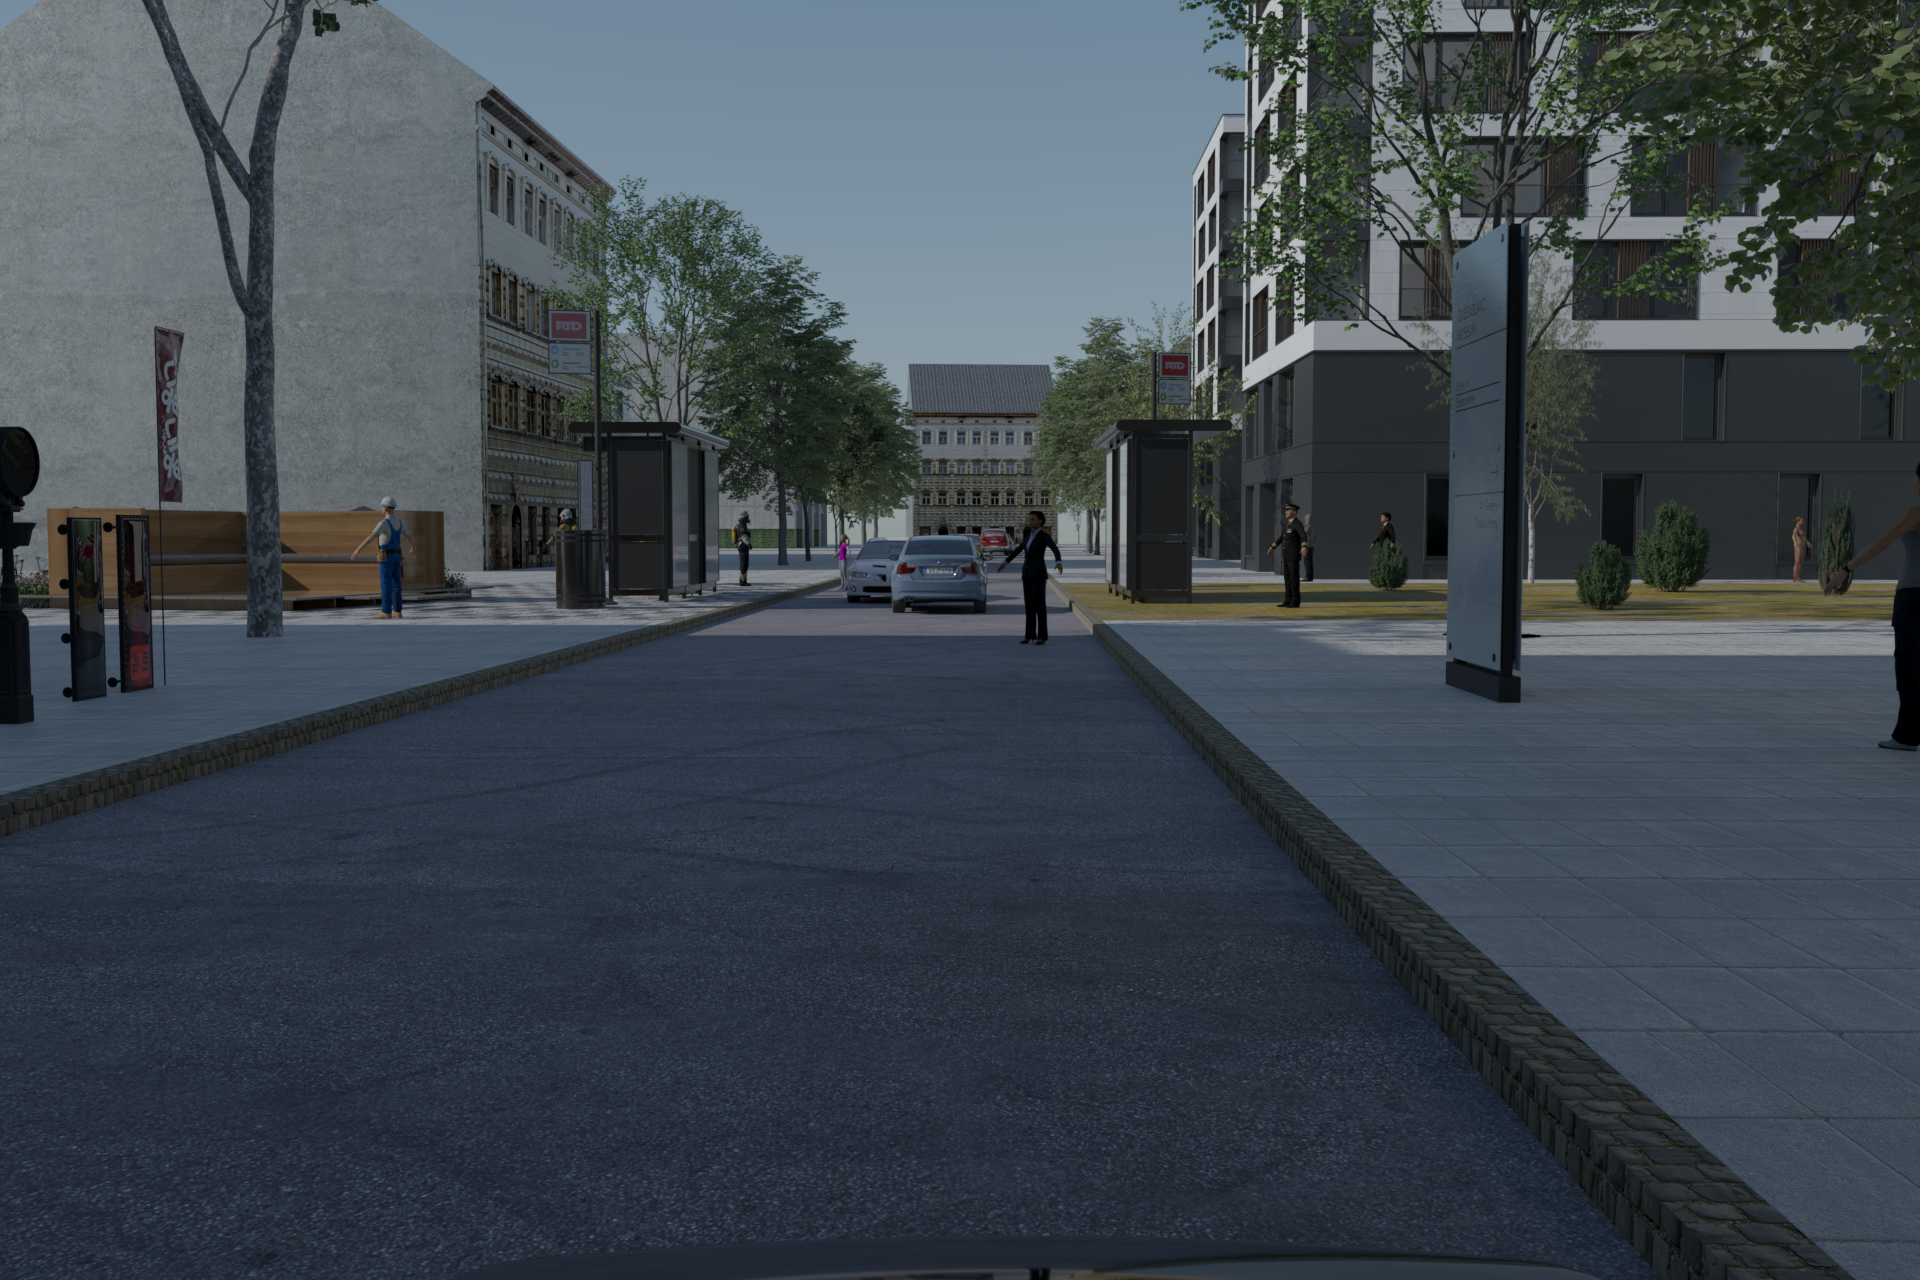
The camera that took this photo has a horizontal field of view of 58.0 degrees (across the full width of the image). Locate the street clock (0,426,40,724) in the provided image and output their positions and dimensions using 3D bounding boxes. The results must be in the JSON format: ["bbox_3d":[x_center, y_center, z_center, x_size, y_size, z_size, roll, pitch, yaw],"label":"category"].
[{"bbox_3d":[-6.433,-0.437,11.709,0.358,2.002,0.471,0,4,1],"label":"street clock"}]

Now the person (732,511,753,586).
[{"bbox_3d":[-5.277,-2.248,42.534,0.705,1.856,1.354,-1,4,-12],"label":"person"}]

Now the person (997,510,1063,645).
[{"bbox_3d":[0.920,-0.812,22.453,0.721,1.740,1.216,-3,5,-39],"label":"person"}]

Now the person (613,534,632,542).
[{"bbox_3d":[-11.477,-3.278,59.814,1.346,1.802,0.704,1,4,13],"label":"person"}]

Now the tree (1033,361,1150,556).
[{"bbox_3d":[8.143,-10.847,103.098,9.928,11.665,9.643,0,3,0],"label":"tree"}]

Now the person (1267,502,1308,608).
[{"bbox_3d":[5.757,-1.483,30.184,0.705,1.837,1.347,-1,4,-17],"label":"person"}]

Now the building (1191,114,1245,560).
[{"bbox_3d":[27.173,-15.686,100.441,27.936,21.610,32.646,0,4,2],"label":"building"}]

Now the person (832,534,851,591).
[{"bbox_3d":[-3.000,-1.964,43.841,0.599,1.433,0.991,-2,4,-28],"label":"person"}]

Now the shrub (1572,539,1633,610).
[{"bbox_3d":[10.927,-1.121,29.446,1.383,1.207,1.383,0,3,0],"label":"shrub"}]

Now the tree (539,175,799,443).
[{"bbox_3d":[-8.241,-7.624,50.400,9.928,11.665,9.643,0,3,0],"label":"tree"}]

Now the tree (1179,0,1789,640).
[{"bbox_3d":[6.592,-5.850,21.406,9.928,11.665,9.643,0,3,0],"label":"tree"}]

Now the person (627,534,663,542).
[{"bbox_3d":[-7.450,-2.115,41.044,1.216,1.772,0.721,-3,5,-43],"label":"person"}]

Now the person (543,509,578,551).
[{"bbox_3d":[-9.224,-2.128,40.566,0.705,1.858,1.354,2,4,29],"label":"person"}]

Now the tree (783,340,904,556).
[{"bbox_3d":[-7.125,-11.260,102.223,7.486,12.596,7.792,0,3,0],"label":"tree"}]

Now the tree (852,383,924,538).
[{"bbox_3d":[-6.359,-12.956,129.956,7.486,12.596,7.792,0,3,0],"label":"tree"}]

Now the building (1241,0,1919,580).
[{"bbox_3d":[24.121,-13.457,63.989,27.936,21.610,32.646,0,4,1],"label":"building"}]

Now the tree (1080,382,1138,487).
[{"bbox_3d":[7.699,-8.170,83.941,4.360,8.622,3.978,0,3,0],"label":"tree"}]

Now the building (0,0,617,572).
[{"bbox_3d":[-25.133,-14.486,67.777,19.493,23.208,18.063,0,4,2],"label":"building"}]

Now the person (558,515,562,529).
[{"bbox_3d":[-10.579,-2.468,46.493,0.704,1.843,1.345,0,4,6],"label":"person"}]

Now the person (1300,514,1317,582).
[{"bbox_3d":[9.322,-2.468,46.472,0.705,1.813,1.348,2,4,32],"label":"person"}]

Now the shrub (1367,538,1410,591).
[{"bbox_3d":[9.685,-1.714,39.146,1.383,1.207,1.383,0,3,0],"label":"shrub"}]

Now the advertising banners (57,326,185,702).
[{"bbox_3d":[-6.757,-1.096,14.104,0.090,3.025,2.074,0,4,1],"label":"advertising banners"}]

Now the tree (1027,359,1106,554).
[{"bbox_3d":[7.983,-11.893,112.572,7.486,12.596,7.792,0,3,0],"label":"tree"}]

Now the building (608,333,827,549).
[{"bbox_3d":[-22.731,-18.448,168.086,16.747,18.905,31.486,0,4,1],"label":"building"}]

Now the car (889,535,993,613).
[{"bbox_3d":[-0.368,-1.272,32.794,2.014,1.417,4.499,0,4,0],"label":"car"}]

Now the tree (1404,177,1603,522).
[{"bbox_3d":[11.569,-5.234,35.936,4.360,8.622,3.978,0,3,0],"label":"tree"}]

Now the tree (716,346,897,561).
[{"bbox_3d":[-7.164,-8.998,81.523,8.767,10.594,7.601,-1,4,-9],"label":"tree"}]

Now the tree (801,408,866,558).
[{"bbox_3d":[-6.762,-8.734,93.169,4.737,8.622,4.395,0,3,0],"label":"tree"}]

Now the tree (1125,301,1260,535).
[{"bbox_3d":[6.988,-6.373,54.557,4.737,8.622,4.395,0,3,0],"label":"tree"}]

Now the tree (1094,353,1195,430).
[{"bbox_3d":[7.692,-7.397,71.306,4.737,8.622,4.395,0,3,0],"label":"tree"}]

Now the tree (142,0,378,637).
[{"bbox_3d":[-9.893,-10.159,21.981,12.611,20.169,13.585,0,3,0],"label":"tree"}]

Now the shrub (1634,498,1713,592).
[{"bbox_3d":[15.751,-2.097,38.320,1.661,2.075,1.752,0,3,0],"label":"shrub"}]

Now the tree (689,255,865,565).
[{"bbox_3d":[-7.495,-9.329,70.663,7.486,12.596,7.792,0,3,0],"label":"tree"}]

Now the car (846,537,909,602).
[{"bbox_3d":[-1.406,-1.560,37.860,2.083,1.381,4.827,0,4,2],"label":"car"}]

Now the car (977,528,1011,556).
[{"bbox_3d":[2.251,-6.512,115.140,2.281,1.827,5.304,0,4,1],"label":"car"}]

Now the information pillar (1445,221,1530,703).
[{"bbox_3d":[4.207,-1.380,13.877,0.184,3.620,1.656,0,4,2],"label":"information pillar"}]

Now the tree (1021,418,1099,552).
[{"bbox_3d":[9.613,-13.115,124.794,12.009,13.543,11.850,0,3,0],"label":"tree"}]

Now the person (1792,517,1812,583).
[{"bbox_3d":[22.290,-2.388,45.840,0.721,1.733,1.217,3,5,42],"label":"person"}]

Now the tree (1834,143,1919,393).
[{"bbox_3d":[15.635,-4.700,27.205,4.737,8.622,4.395,0,3,0],"label":"tree"}]

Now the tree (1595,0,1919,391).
[{"bbox_3d":[6.209,-5.460,7.396,7.486,12.596,7.792,0,3,0],"label":"tree"}]

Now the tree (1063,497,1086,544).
[{"bbox_3d":[15.304,-16.456,219.409,4.360,8.622,3.978,0,3,0],"label":"tree"}]

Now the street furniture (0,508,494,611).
[{"bbox_3d":[-13.610,-1.634,33.564,11.010,1.723,9.812,1,4,13],"label":"street furniture"}]

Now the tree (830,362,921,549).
[{"bbox_3d":[-6.247,-12.035,114.906,7.486,12.596,7.792,0,3,0],"label":"tree"}]

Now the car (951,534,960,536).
[{"bbox_3d":[0.046,-6.489,117.894,2.131,1.459,4.920,0,4,2],"label":"car"}]

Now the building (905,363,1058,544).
[{"bbox_3d":[2.454,-23.800,222.507,18.063,23.208,19.493,0,4,-4],"label":"building"}]

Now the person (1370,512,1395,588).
[{"bbox_3d":[10.202,-2.167,41.616,0.705,1.806,1.347,0,4,-8],"label":"person"}]

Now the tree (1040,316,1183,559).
[{"bbox_3d":[7.874,-10.562,90.809,7.486,12.596,7.792,0,3,0],"label":"tree"}]

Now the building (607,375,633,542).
[{"bbox_3d":[-22.165,-9.253,93.428,9.099,9.664,28.070,0,4,1],"label":"building"}]

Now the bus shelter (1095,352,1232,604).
[{"bbox_3d":[3.993,-3.564,35.902,2.179,5.291,8.768,0,4,1],"label":"bus shelter"}]

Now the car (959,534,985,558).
[{"bbox_3d":[0.520,-5.733,103.965,2.015,1.641,3.980,0,4,1],"label":"car"}]

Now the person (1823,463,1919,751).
[{"bbox_3d":[5.719,-0.217,10.356,1.217,1.737,0.721,-1,4,-14],"label":"person"}]

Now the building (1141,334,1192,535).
[{"bbox_3d":[26.820,-20.449,165.263,19.493,23.208,18.063,0,4,2],"label":"building"}]

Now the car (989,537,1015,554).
[{"bbox_3d":[2.953,-6.881,124.502,2.014,1.417,4.499,0,4,0],"label":"car"}]

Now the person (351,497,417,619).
[{"bbox_3d":[-8.695,-1.254,26.354,0.705,1.847,1.347,2,4,24],"label":"person"}]

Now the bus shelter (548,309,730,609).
[{"bbox_3d":[-6.230,-3.431,33.734,2.179,5.291,8.768,0,4,1],"label":"bus shelter"}]

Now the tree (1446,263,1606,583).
[{"bbox_3d":[15.066,-5.797,45.144,4.360,8.622,3.978,0,3,0],"label":"tree"}]
